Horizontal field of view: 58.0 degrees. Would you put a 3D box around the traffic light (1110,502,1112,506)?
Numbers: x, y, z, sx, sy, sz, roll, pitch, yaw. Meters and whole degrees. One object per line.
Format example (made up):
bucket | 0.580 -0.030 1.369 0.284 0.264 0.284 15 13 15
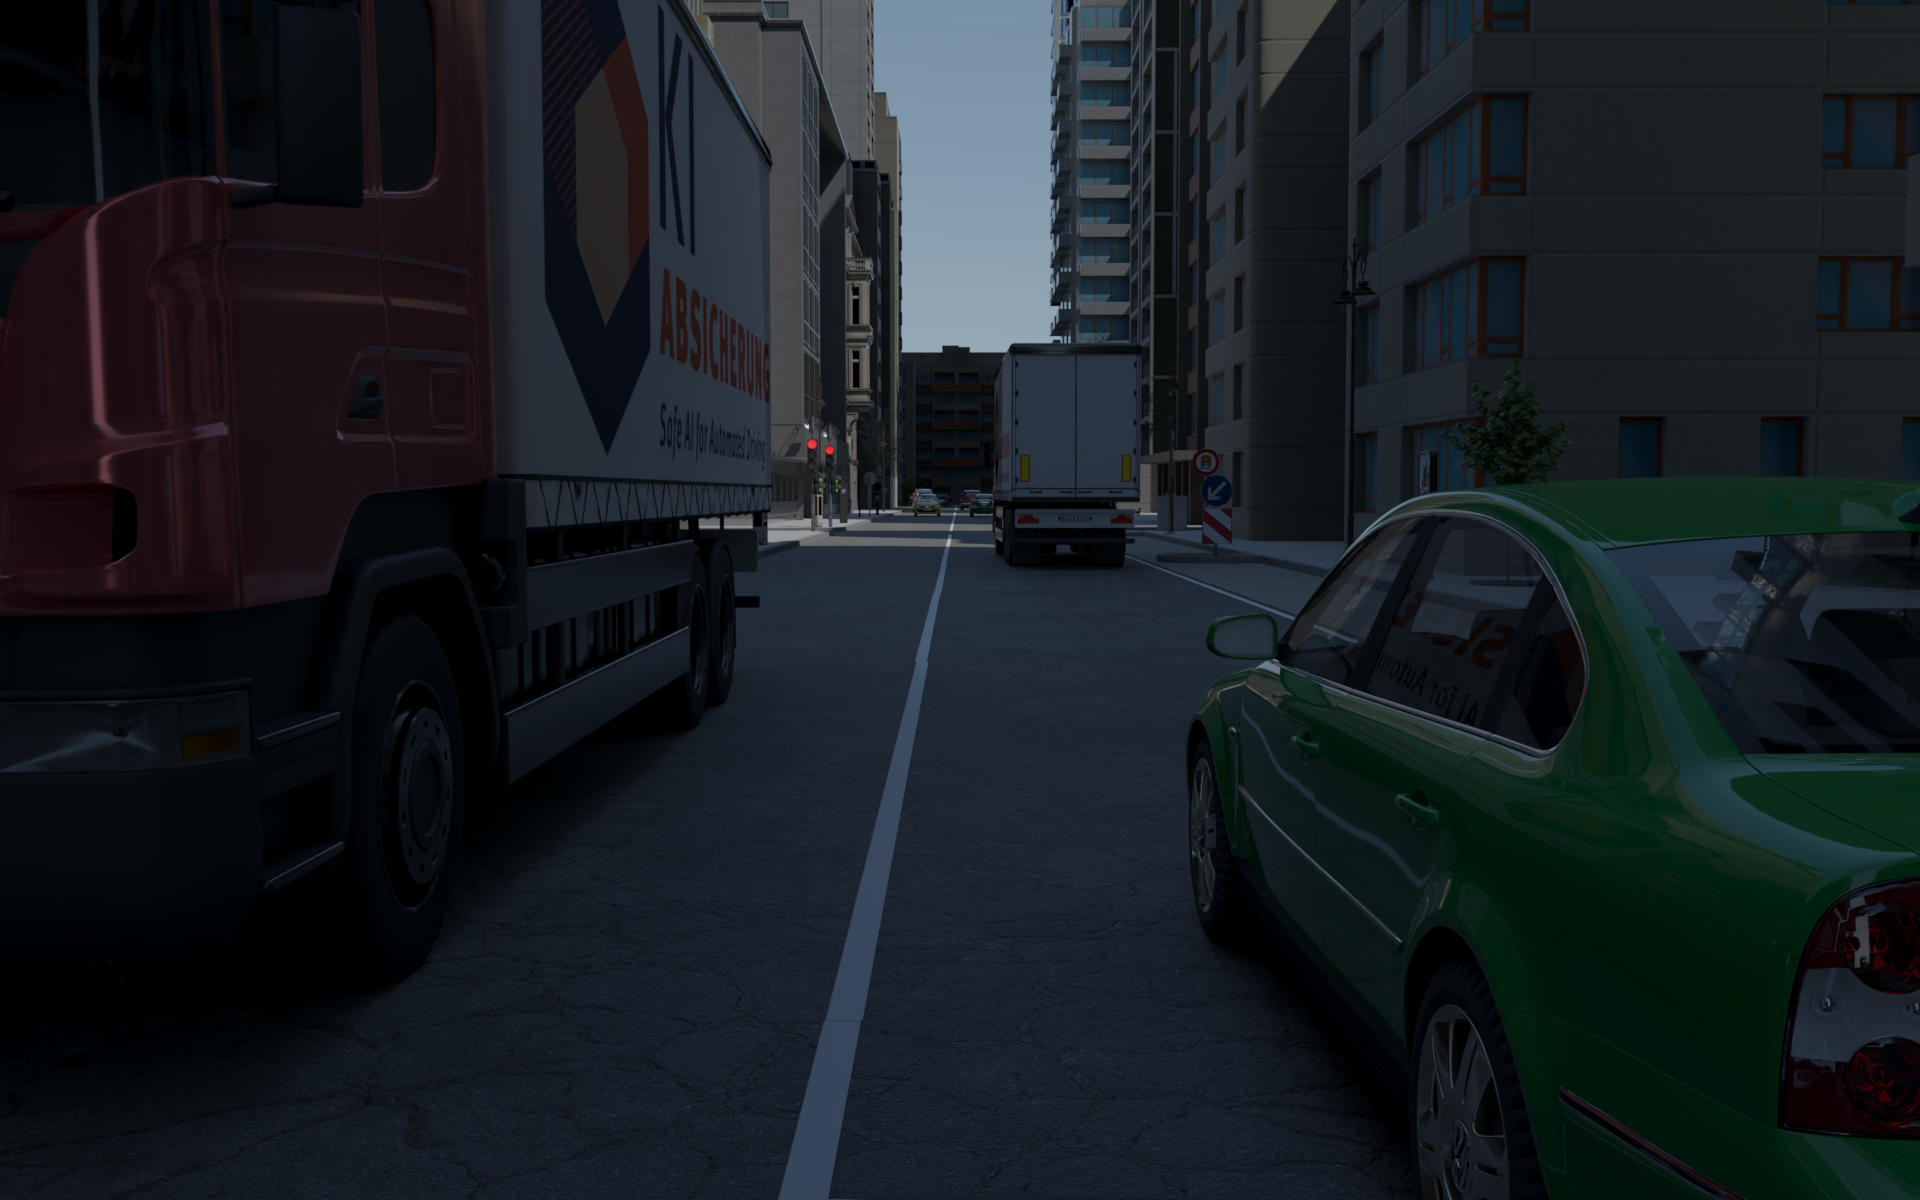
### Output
traffic light | 5.138 -4.311 59.400 0.839 4.253 0.868 0 3 0

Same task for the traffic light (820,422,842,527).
traffic light | -5.026 -4.798 67.364 0.839 4.253 0.868 0 3 0

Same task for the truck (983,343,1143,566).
truck | 2.056 -2.987 37.756 2.839 4.237 11.283 0 4 -1

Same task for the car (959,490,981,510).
car | 1.033 -8.806 152.649 2.281 1.827 5.304 0 4 0

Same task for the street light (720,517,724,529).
street light | -5.445 -4.078 39.468 0.468 5.910 1.993 0 3 0

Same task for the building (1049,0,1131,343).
building | 20.311 -33.660 169.953 23.786 49.044 30.456 0 3 0

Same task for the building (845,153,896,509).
building | -13.137 -23.104 149.458 14.160 30.474 14.107 0 3 0

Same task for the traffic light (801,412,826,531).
traffic light | -5.023 -4.309 59.379 0.839 4.253 0.868 0 3 0

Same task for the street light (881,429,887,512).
street light | -5.447 -9.203 123.253 0.468 5.910 1.993 0 3 0

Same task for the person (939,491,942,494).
person | -2.468 -12.889 218.868 1.348 1.869 0.705 0 4 -1

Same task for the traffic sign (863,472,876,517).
traffic sign | -5.149 -6.028 98.657 0.768 2.556 0.104 0 4 3

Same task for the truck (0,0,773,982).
truck | -2.756 -1.197 8.482 2.839 4.237 11.283 0 4 0

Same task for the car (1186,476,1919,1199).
car | 1.677 0.281 4.207 1.959 1.807 4.718 0 4 -1

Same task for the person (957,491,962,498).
person | 0.201 -12.603 214.633 1.350 1.814 0.705 1 4 21

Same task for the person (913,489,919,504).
person | -3.210 -7.332 128.384 0.555 1.821 0.388 0 4 3

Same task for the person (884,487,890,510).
person | -6.096 -8.352 142.374 0.755 1.850 0.659 -1 4 -12

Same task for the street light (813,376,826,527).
street light | -5.521 -5.839 68.248 0.468 5.910 1.993 0 3 0

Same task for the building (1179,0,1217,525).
building | 22.782 -25.892 77.960 28.867 44.769 22.147 0 3 0

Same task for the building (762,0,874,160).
building | -17.107 -45.366 179.980 20.563 71.187 20.611 0 3 0

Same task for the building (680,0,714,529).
building | -18.631 -21.349 40.934 23.993 40.220 32.217 0 3 0

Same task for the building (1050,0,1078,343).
building | 19.347 -54.259 199.806 22.319 86.520 31.000 0 3 0

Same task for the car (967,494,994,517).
car | 1.516 -5.912 108.454 2.131 1.459 4.920 0 4 1

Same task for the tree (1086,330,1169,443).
tree | 8.185 -10.091 99.401 8.767 10.594 7.601 2 4 34

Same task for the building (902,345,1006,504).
building | -0.454 -24.220 241.030 28.899 21.520 27.650 0 3 0

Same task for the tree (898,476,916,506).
tree | -5.610 -11.358 180.300 1.663 3.219 1.824 0 3 0

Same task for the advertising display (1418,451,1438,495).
advertising display | 7.094 -1.290 26.300 0.123 1.923 0.974 0 4 5

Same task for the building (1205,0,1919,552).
building | 21.731 -11.983 40.966 27.650 21.520 28.899 0 3 0

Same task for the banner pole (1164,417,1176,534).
banner pole | 6.876 -4.049 56.212 0.401 3.779 0.863 1 4 17

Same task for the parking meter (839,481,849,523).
parking meter | -5.099 -4.312 76.206 0.399 1.863 0.255 0 4 -4

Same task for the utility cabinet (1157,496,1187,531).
utility cabinet | 7.378 -3.000 60.217 1.020 1.237 0.306 0 4 1

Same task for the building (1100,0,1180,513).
building | 20.823 -41.664 119.461 20.563 71.187 20.611 0 3 0

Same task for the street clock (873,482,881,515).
street clock | -5.052 -6.198 105.907 0.471 2.002 0.358 0 4 -6

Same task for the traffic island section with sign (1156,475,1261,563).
traffic island section with sign | 5.189 -1.705 36.507 1.989 1.847 2.006 0 3 0

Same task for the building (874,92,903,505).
building | -17.813 -35.632 206.279 21.600 48.544 21.300 0 3 0

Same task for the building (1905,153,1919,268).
building | 19.106 -23.420 2.518 23.786 49.044 30.456 0 3 0

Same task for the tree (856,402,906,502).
tree | -6.447 -11.589 139.834 4.360 8.622 3.978 0 3 0

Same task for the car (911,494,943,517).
car | -2.094 -6.145 110.699 2.015 1.641 3.980 0 4 -1

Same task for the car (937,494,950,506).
car | -2.141 -12.398 211.743 2.155 1.783 4.494 0 4 0

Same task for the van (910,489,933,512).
van | -2.888 -7.944 136.903 2.013 2.044 4.112 0 4 1

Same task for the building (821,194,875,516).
building | -13.033 -18.146 115.768 14.460 24.649 34.723 0 3 0

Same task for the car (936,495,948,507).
car | -2.239 -10.832 189.683 1.945 1.354 3.894 0 3 0

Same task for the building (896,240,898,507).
building | -13.237 -23.966 163.539 14.160 30.474 14.107 0 3 0

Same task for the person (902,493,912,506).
person | -5.585 -10.754 182.589 1.217 1.743 0.721 2 4 30

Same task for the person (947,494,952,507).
person | -1.220 -11.062 192.603 0.421 1.427 0.697 -3 5 -41

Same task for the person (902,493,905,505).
person | -6.343 -11.572 196.160 0.530 1.710 0.541 1 4 10

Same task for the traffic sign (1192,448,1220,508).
traffic sign | 6.857 -2.950 48.346 0.768 2.556 0.104 0 4 8

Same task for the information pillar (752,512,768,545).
information pillar | -5.043 -2.396 43.674 0.304 2.012 0.304 1 4 16

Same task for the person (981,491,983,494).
person | 2.325 -10.957 188.474 1.217 1.723 0.721 1 4 19

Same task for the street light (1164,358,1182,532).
street light | 7.219 -5.266 58.894 0.468 5.910 1.993 0 3 0

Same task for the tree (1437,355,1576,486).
tree | 7.834 -1.815 24.279 1.663 3.219 1.824 0 3 0

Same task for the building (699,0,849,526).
building | -13.406 -16.170 83.438 14.314 24.678 30.058 0 3 0

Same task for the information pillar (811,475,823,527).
information pillar | -5.507 -3.806 66.726 0.304 2.012 0.304 2 4 33

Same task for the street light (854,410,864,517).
street light | -5.557 -7.521 95.751 0.468 5.910 1.993 0 3 0

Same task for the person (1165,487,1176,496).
person | 7.949 -3.405 64.450 0.520 1.790 0.573 -3 4 -37

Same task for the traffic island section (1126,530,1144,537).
traffic island section | 5.178 -2.277 59.514 2.009 0.180 2.903 0 3 0

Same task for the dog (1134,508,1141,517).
dog | 9.909 -4.883 96.673 0.540 0.507 0.406 1 4 21

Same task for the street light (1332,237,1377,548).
street light | 7.112 -3.584 31.391 0.468 5.910 1.993 0 3 0
